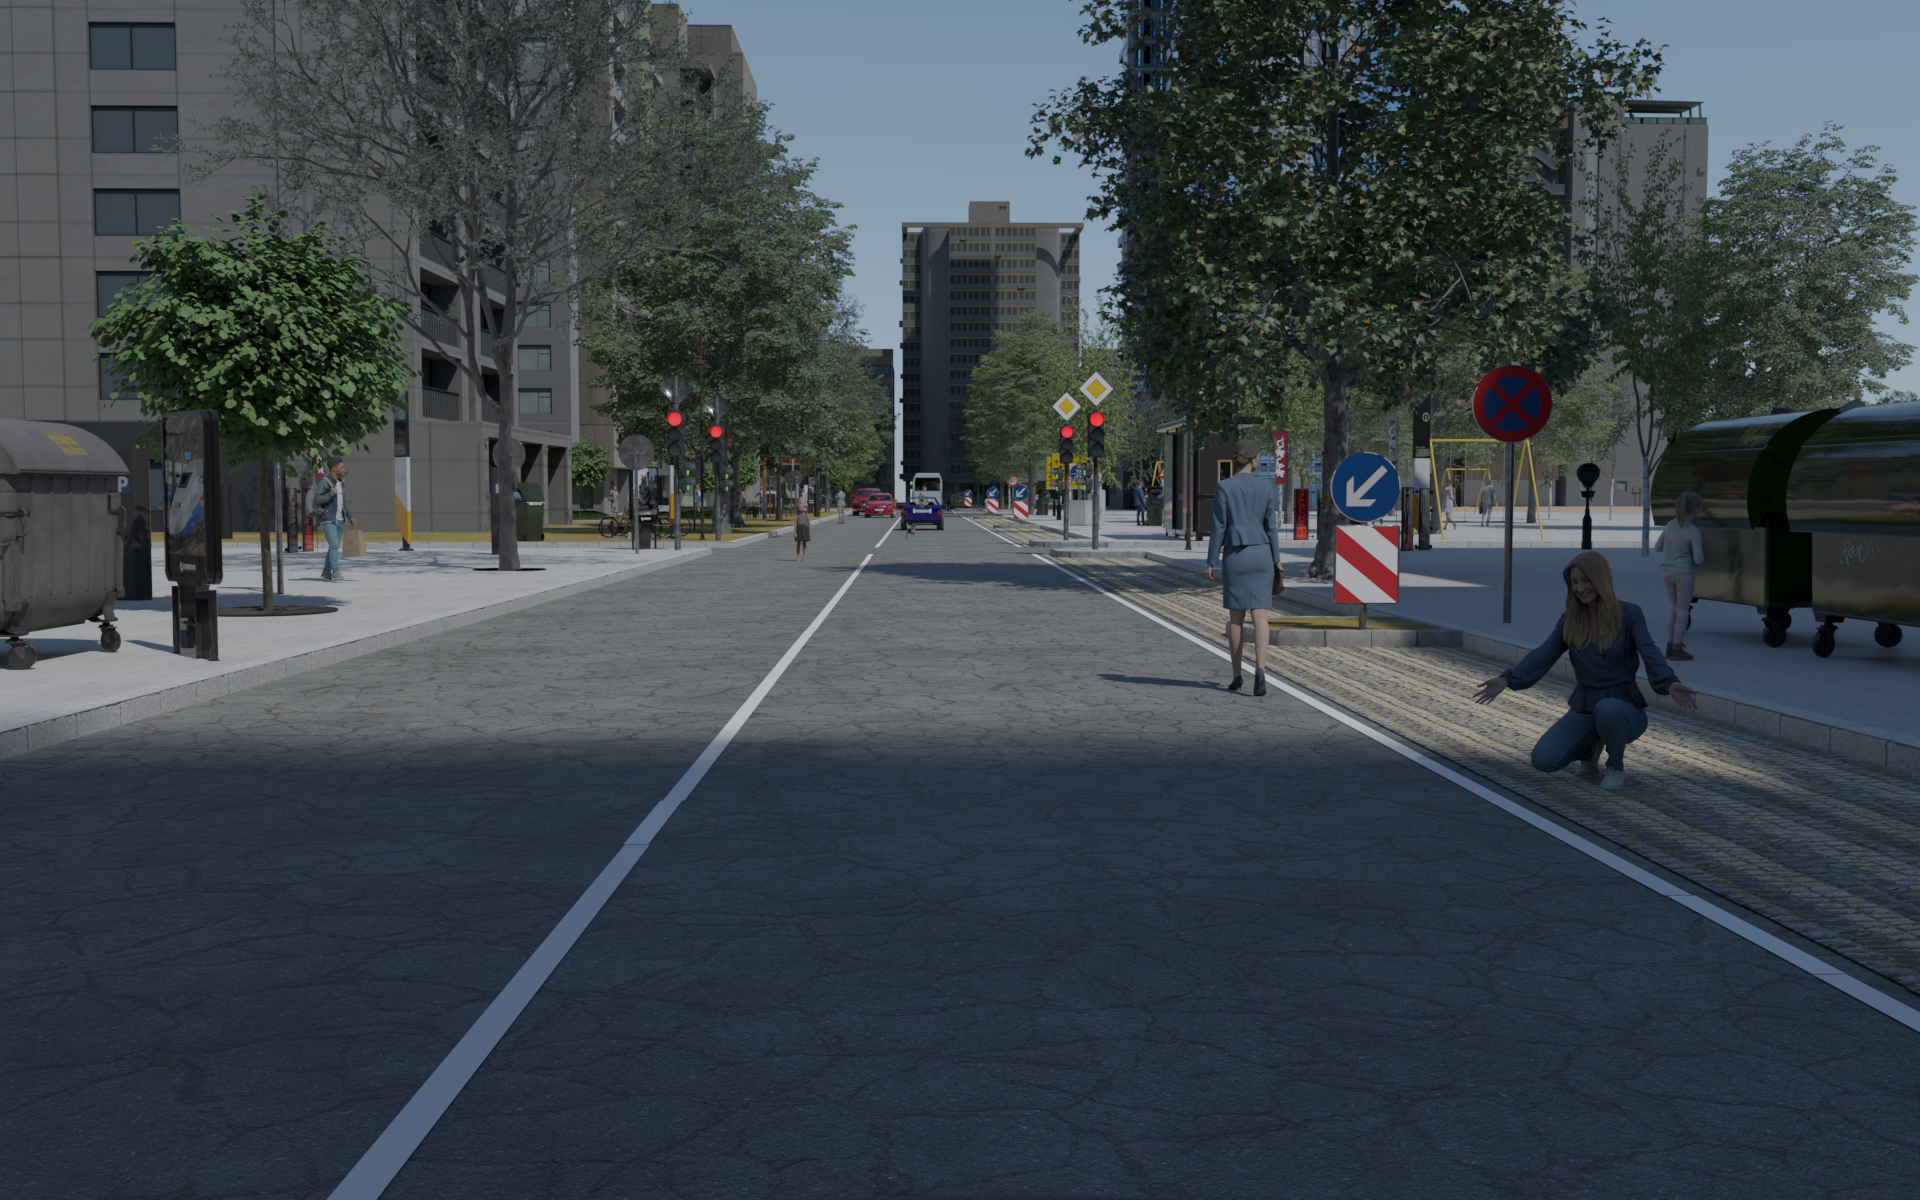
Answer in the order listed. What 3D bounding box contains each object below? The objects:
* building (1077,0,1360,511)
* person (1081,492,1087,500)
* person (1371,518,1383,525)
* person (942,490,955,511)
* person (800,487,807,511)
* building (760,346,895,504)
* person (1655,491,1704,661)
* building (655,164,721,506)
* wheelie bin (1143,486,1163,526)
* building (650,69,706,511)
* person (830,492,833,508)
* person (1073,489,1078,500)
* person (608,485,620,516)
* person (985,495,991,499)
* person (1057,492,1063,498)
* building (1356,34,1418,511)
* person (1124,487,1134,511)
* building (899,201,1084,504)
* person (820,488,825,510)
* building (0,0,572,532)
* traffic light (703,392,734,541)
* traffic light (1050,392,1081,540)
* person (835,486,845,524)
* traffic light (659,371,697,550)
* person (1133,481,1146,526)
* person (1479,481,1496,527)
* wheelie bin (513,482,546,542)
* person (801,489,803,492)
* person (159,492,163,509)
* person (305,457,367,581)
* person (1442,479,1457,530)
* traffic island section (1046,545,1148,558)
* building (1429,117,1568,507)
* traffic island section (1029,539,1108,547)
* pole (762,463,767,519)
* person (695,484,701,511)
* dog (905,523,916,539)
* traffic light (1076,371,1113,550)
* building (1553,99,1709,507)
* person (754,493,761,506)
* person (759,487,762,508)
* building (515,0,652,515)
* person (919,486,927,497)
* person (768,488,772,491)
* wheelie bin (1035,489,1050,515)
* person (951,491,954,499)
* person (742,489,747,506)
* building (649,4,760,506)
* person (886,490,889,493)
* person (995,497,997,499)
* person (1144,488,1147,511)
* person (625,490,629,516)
[{"bbox_3d":[24.274,-52.521,171.389,22.319,86.520,31.000,0,4,-1],"label":"building"},{"bbox_3d":[10.051,-8.067,141.131,0.628,1.438,0.799,0,4,-6],"label":"person"},{"bbox_3d":[16.117,-3.727,66.997,0.660,1.820,0.620,3,5,41],"label":"person"},{"bbox_3d":[-0.947,-8.305,145.006,1.217,1.743,0.721,2,4,26],"label":"person"},{"bbox_3d":[-9.656,-6.122,107.147,0.512,1.701,0.522,-2,4,-23],"label":"person"},{"bbox_3d":[-23.345,-23.605,230.975,28.899,21.520,27.650,0,4,-1],"label":"building"},{"bbox_3d":[5.586,-0.189,13.409,0.394,1.301,0.425,-3,5,-40],"label":"person"},{"bbox_3d":[-28.536,-23.330,153.151,14.160,30.474,14.107,0,4,-1],"label":"building"},{"bbox_3d":[7.858,-3.770,69.541,0.980,1.594,0.693,0,4,-3],"label":"wheelie bin"},{"bbox_3d":[-36.768,-27.019,133.642,32.217,40.220,23.993,0,4,-1],"label":"building"},{"bbox_3d":[-11.953,-9.259,157.979,0.990,1.755,0.434,-3,5,-41],"label":"person"},{"bbox_3d":[10.933,-9.506,161.480,0.705,1.822,1.348,2,4,30],"label":"person"},{"bbox_3d":[-19.674,-5.629,98.431,0.716,1.782,0.532,-3,5,-44],"label":"person"},{"bbox_3d":[3.082,-10.363,176.299,1.217,1.723,0.721,-1,4,-23],"label":"person"},{"bbox_3d":[9.256,-9.385,160.271,0.721,1.735,1.217,2,4,26],"label":"person"},{"bbox_3d":[25.177,-50.627,140.419,22.319,86.520,31.000,0,4,-1],"label":"building"},{"bbox_3d":[13.307,-7.838,134.212,1.348,1.821,0.705,0,4,5],"label":"person"},{"bbox_3d":[3.884,-33.068,232.544,23.993,40.220,32.217,0,4,-1],"label":"building"},{"bbox_3d":[-10.916,-7.960,136.638,0.568,1.767,0.683,0,4,-5],"label":"person"},{"bbox_3d":[-26.427,-38.398,66.053,20.563,71.187,20.611,0,4,-1],"label":"building"},{"bbox_3d":[-6.643,-3.588,47.584,0.839,4.253,0.868,0,4,-1],"label":"traffic light"},{"bbox_3d":[2.915,-3.603,47.822,0.839,4.253,0.868,0,4,-1],"label":"traffic light"},{"bbox_3d":[-5.797,-4.571,83.414,0.466,1.800,0.511,2,4,24],"label":"person"},{"bbox_3d":[-6.457,-3.100,39.601,0.839,4.253,0.868,0,4,-1],"label":"traffic light"},{"bbox_3d":[7.329,-3.926,70.409,0.419,1.800,0.721,-2,4,-33],"label":"person"},{"bbox_3d":[20.695,-3.777,67.923,0.709,1.813,0.853,2,4,28],"label":"person"},{"bbox_3d":[-11.757,-2.394,47.055,0.693,1.594,0.980,3,5,40],"label":"wheelie bin"},{"bbox_3d":[-13.721,-8.827,151.076,0.721,1.735,1.217,2,4,28],"label":"person"},{"bbox_3d":[-24.339,-2.920,53.560,0.659,1.850,0.755,-1,4,-10],"label":"person"},{"bbox_3d":[-9.089,-1.176,25.255,0.713,1.824,0.794,2,4,31],"label":"person"},{"bbox_3d":[17.387,-3.382,61.430,0.616,1.811,0.778,-2,4,-30],"label":"person"},{"bbox_3d":[3.141,-1.081,39.954,2.009,0.180,2.903,0,4,-1],"label":"traffic island section"},{"bbox_3d":[53.769,-32.534,182.046,14.200,45.320,14.600,0,4,-1],"label":"building"},{"bbox_3d":[2.955,-1.569,47.937,2.009,0.180,2.903,0,4,-1],"label":"traffic island section"},{"bbox_3d":[-10.117,-5.857,89.598,0.158,3.312,0.155,0,3,0],"label":"pole"},{"bbox_3d":[-14.542,-5.479,95.643,0.654,1.822,0.581,3,4,37],"label":"person"},{"bbox_3d":[-1.553,-2.190,55.098,0.540,0.507,0.406,2,4,27],"label":"dog"},{"bbox_3d":[3.101,-3.114,39.839,0.839,4.253,0.868,0,4,-1],"label":"traffic light"},{"bbox_3d":[68.561,-30.519,182.582,14.086,41.232,14.154,0,4,-1],"label":"building"},{"bbox_3d":[-14.852,-7.598,130.365,1.348,1.812,0.705,0,4,-4],"label":"person"},{"bbox_3d":[-12.625,-6.339,110.166,0.515,1.767,0.782,-2,4,-24],"label":"person"},{"bbox_3d":[-27.090,-25.913,107.275,14.154,41.232,14.086,0,4,-1],"label":"building"},{"bbox_3d":[-1.775,-4.726,85.888,0.853,1.813,0.709,2,4,25],"label":"person"},{"bbox_3d":[-13.852,-7.367,126.941,0.568,1.767,0.683,0,4,3],"label":"person"},{"bbox_3d":[5.011,-5.896,104.305,0.980,1.594,0.693,-2,4,-33],"label":"wheelie bin"},{"bbox_3d":[-0.808,-10.560,181.828,0.621,1.740,0.551,3,5,44],"label":"person"},{"bbox_3d":[-16.615,-7.772,133.819,0.721,1.736,1.217,0,4,-1],"label":"person"},{"bbox_3d":[-32.114,-33.841,177.000,21.600,48.544,21.300,0,4,-1],"label":"building"},{"bbox_3d":[-5.886,-7.896,138.315,0.721,1.735,1.217,1,4,13],"label":"person"},{"bbox_3d":[4.065,-11.686,197.251,0.705,1.807,1.348,0,4,6],"label":"person"},{"bbox_3d":[13.783,-7.397,127.436,0.683,1.767,0.568,1,4,23],"label":"person"},{"bbox_3d":[-19.181,-5.797,100.944,0.853,1.813,0.709,0,4,4],"label":"person"}]
